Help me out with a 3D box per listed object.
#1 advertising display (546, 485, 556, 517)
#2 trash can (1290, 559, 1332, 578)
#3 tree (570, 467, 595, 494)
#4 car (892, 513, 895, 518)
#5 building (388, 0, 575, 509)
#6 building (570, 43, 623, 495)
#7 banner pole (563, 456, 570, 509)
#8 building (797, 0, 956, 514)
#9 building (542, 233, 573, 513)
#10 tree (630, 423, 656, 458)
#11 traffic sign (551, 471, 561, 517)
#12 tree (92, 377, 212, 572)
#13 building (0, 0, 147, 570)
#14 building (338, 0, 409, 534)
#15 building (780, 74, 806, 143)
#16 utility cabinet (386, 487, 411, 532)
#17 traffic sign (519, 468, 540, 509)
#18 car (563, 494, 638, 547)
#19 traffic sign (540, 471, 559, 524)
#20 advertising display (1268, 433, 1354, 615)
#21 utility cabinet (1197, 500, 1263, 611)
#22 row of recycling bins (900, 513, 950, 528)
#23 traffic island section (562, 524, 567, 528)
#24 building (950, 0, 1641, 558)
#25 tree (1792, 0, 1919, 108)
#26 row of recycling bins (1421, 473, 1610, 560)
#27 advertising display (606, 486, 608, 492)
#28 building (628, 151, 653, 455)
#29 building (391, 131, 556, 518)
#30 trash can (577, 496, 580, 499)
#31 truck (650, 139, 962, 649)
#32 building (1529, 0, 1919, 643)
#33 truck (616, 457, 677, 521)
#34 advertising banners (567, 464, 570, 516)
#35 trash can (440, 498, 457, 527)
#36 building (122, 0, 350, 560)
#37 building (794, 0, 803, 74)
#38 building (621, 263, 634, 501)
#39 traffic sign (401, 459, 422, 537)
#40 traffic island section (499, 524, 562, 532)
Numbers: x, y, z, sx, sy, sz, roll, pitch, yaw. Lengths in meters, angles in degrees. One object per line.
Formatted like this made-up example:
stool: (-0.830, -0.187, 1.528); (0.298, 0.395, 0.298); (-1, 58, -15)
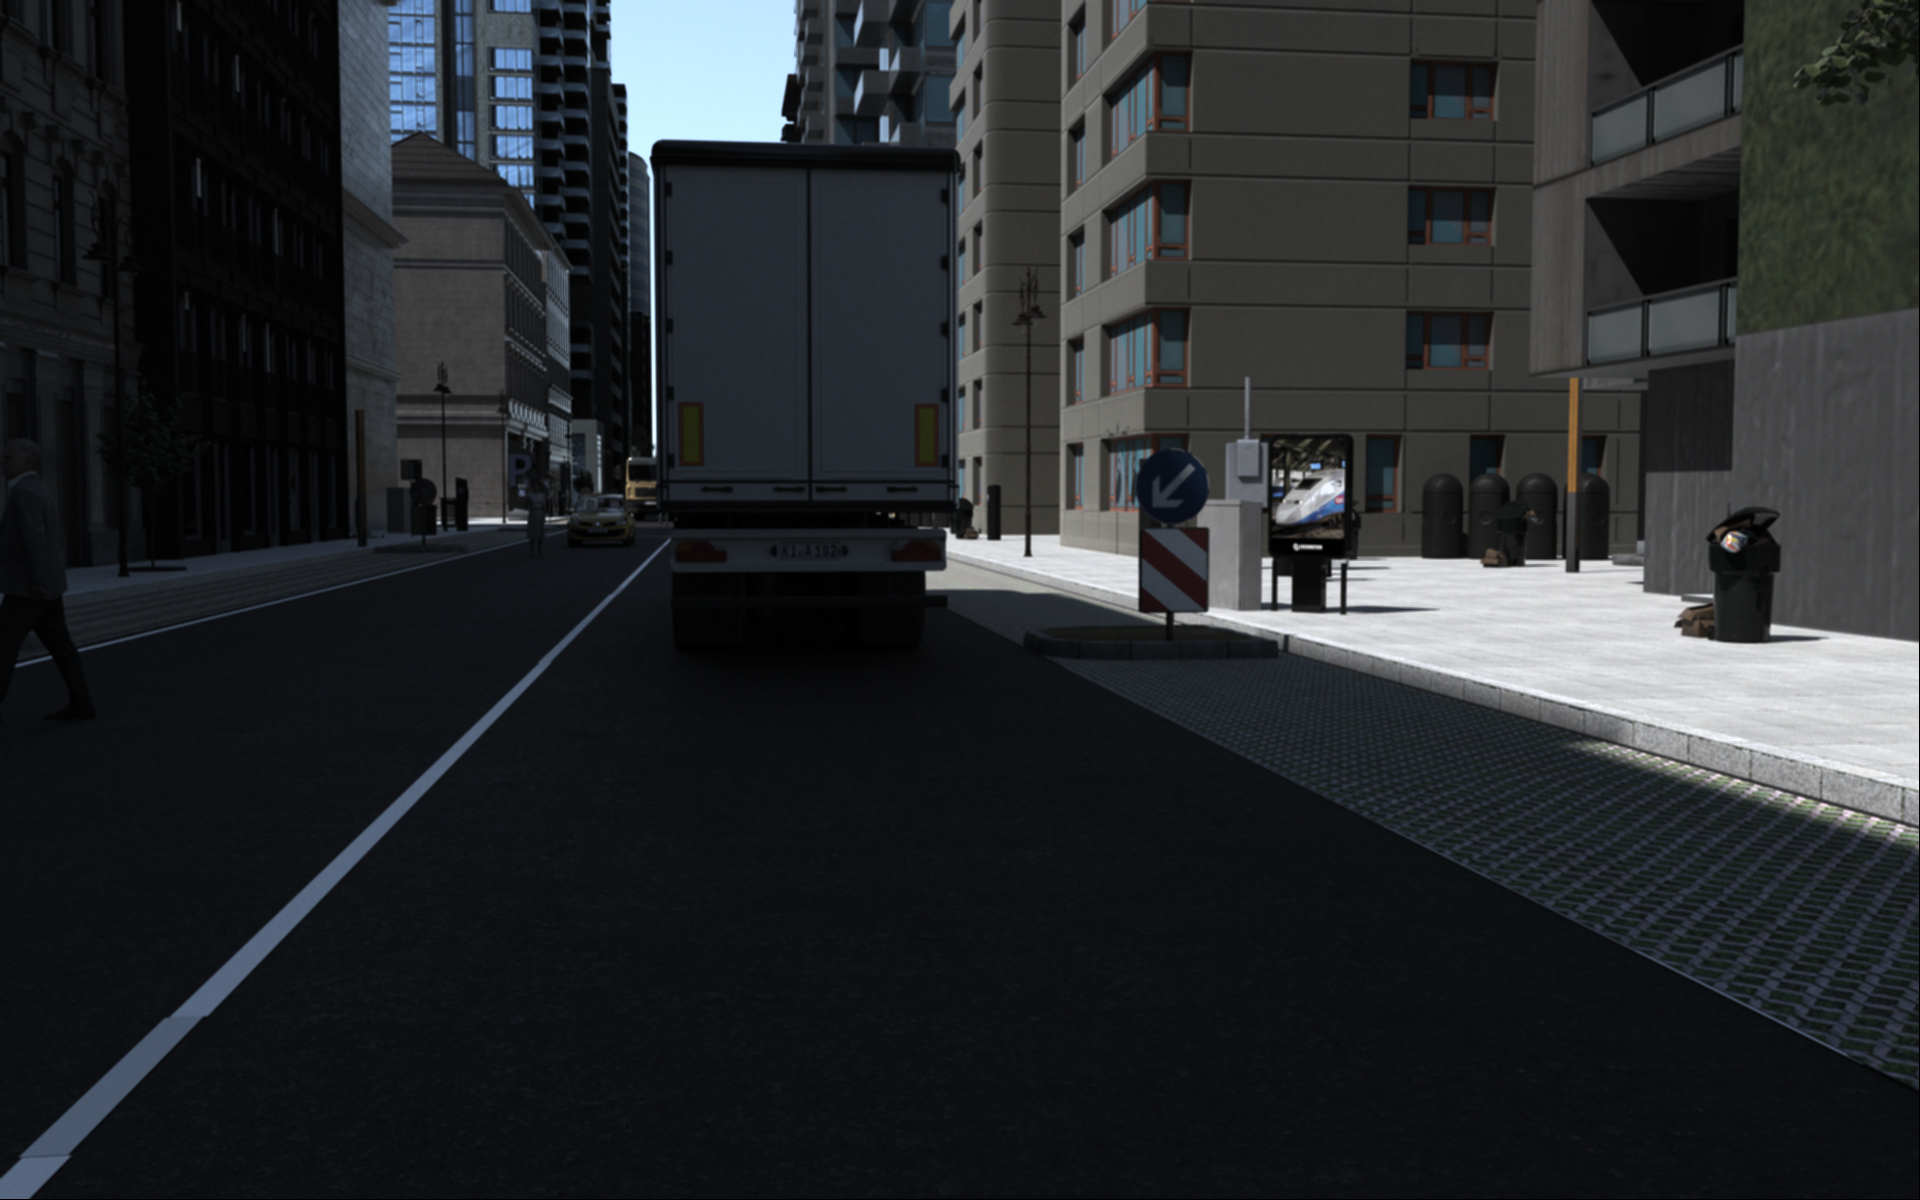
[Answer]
advertising display: (-22.673, -5.553, 96.013); (0.123, 1.923, 0.974); (-3, 4, -37)
trash can: (5.187, -0.852, 25.586); (0.748, 1.137, 0.748); (0, 3, 0)
tree: (-27.607, -8.210, 128.831); (1.663, 3.219, 1.824); (0, 3, 0)
car: (-0.941, -3.940, 74.636); (3.980, 1.641, 2.015); (-1, 4, -8)
building: (-44.529, -51.875, 160.827); (22.319, 86.520, 31.000); (0, 4, -8)
building: (-48.261, -34.530, 188.259); (21.300, 48.544, 21.600); (0, 4, -8)
banner pole: (-26.041, -7.625, 114.680); (0.401, 3.779, 0.863); (1, 4, 22)
building: (-1.256, -31.620, 136.602); (23.786, 49.044, 30.456); (0, 4, -8)
building: (-33.197, -16.769, 123.316); (9.793, 20.994, 18.267); (0, 4, -8)
tree: (-41.540, -17.768, 224.926); (8.767, 10.594, 7.601); (0, 4, -7)
traffic sign: (-22.317, -5.810, 95.106); (0.768, 2.556, 0.104); (0, 4, -1)
tree: (-13.674, -2.102, 28.970); (1.663, 3.219, 1.824); (0, 3, 0)
building: (-19.015, -10.642, 23.150); (9.793, 20.994, 18.267); (0, 4, -8)
building: (-31.172, -16.472, 56.702); (23.554, 28.519, 14.401); (0, 4, -8)
building: (-7.347, -32.201, 181.111); (22.147, 44.769, 28.867); (0, 4, -8)
utility cabinet: (-18.566, -2.979, 57.377); (0.318, 1.500, 1.173); (-3, 5, -45)
traffic sign: (-16.638, -3.877, 67.039); (0.795, 2.450, 0.064); (0, 4, -8)
car: (-10.025, -2.340, 48.486); (2.015, 1.641, 3.980); (-1, 4, -8)
traffic sign: (-17.754, -4.361, 74.946); (0.795, 2.450, 0.064); (0, 4, -8)
advertising display: (3.776, -0.825, 18.697); (0.974, 1.923, 0.123); (3, 5, 42)
utility cabinet: (3.026, -0.508, 19.470); (0.306, 1.237, 1.020); (-1, 4, -20)
row of recycling bins: (-1.313, -3.666, 67.053); (1.069, 1.692, 3.534); (-3, 4, -37)
traffic island section: (-17.776, -3.225, 75.004); (2.009, 0.180, 2.903); (0, 4, -8)
building: (15.332, -12.539, 50.057); (27.650, 21.520, 28.899); (0, 4, -8)
tree: (6.338, -5.459, 7.384); (7.486, 12.596, 7.792); (0, 3, 0)
row of recycling bins: (10.928, -1.654, 34.154); (3.534, 1.692, 1.069); (1, 4, 17)
advertising display: (-29.728, -8.607, 145.935); (0.123, 1.923, 0.974); (-1, 4, -11)
building: (-62.733, -45.724, 289.577); (21.231, 58.520, 28.212); (0, 4, -8)
building: (-29.029, -14.861, 93.890); (10.553, 20.767, 40.483); (0, 4, -8)
trash can: (-25.837, -6.544, 118.645); (0.748, 1.137, 0.748); (0, 3, 0)
truck: (-1.971, -1.866, 19.422); (2.839, 4.237, 11.283); (0, 4, -8)
building: (14.593, -20.524, 19.165); (14.154, 41.232, 14.086); (0, 4, -8)
truck: (-16.530, -5.951, 93.219); (3.469, 3.379, 9.791); (0, 4, -8)
advertising banners: (-23.363, -6.551, 103.290); (0.090, 3.025, 2.074); (-1, 4, -10)
trash can: (-19.827, -3.398, 67.215); (0.748, 1.137, 0.748); (0, 3, 0)
building: (-22.386, -12.864, 39.998); (12.332, 23.373, 15.834); (0, 4, -8)
building: (-11.092, -54.894, 210.181); (22.319, 86.520, 31.000); (0, 4, -8)
building: (-47.011, -26.635, 207.185); (14.160, 30.474, 14.107); (0, 4, -8)
traffic sign: (-16.227, -3.005, 51.260); (0.606, 2.300, 0.079); (0, 4, -7)
traffic island section: (-16.661, -2.741, 67.097); (2.009, 0.180, 2.903); (0, 4, -8)
